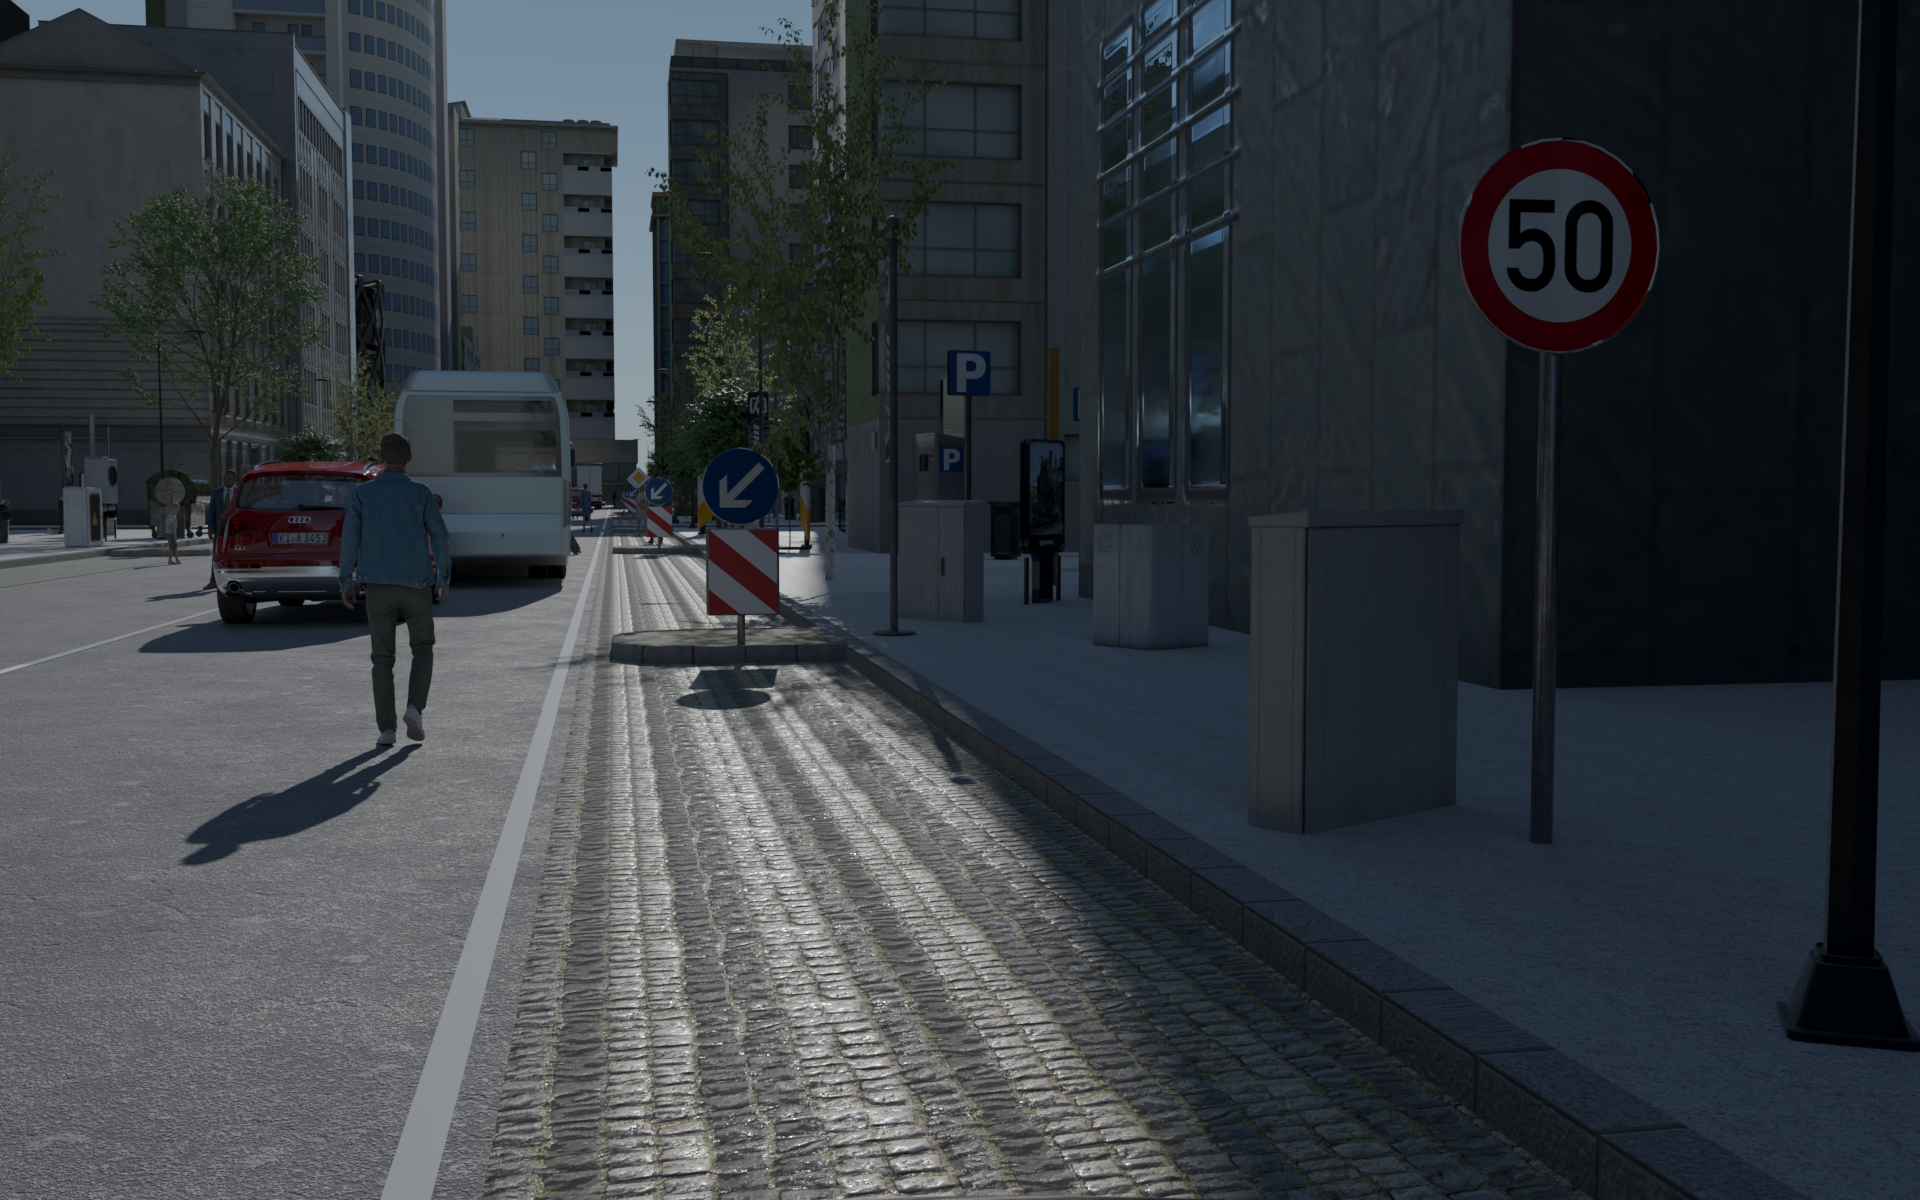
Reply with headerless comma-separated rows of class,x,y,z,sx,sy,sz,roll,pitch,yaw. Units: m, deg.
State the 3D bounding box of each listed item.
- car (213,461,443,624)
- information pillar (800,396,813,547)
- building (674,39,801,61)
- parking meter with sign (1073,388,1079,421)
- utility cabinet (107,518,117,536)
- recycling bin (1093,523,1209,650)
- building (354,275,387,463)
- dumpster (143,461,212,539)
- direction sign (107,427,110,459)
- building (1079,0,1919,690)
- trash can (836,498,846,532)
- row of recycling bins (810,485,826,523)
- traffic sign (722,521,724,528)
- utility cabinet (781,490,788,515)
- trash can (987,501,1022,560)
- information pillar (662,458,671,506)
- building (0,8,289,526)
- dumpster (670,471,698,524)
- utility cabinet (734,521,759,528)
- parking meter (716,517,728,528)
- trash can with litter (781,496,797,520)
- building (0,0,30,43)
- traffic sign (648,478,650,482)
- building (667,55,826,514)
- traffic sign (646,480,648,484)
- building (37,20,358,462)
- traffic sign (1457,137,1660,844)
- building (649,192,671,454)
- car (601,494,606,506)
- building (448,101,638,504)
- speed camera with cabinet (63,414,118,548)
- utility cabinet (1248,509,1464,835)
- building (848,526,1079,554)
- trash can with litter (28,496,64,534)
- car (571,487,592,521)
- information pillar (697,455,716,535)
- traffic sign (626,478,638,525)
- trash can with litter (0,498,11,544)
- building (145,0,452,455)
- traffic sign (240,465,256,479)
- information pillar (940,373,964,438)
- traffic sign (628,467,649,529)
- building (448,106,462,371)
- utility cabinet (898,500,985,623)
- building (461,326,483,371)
car,-7.469,-0.744,20.833,2.281,1.827,5.304,-1,4,-11
information pillar,-3.738,-3.087,41.822,0.183,3.616,0.504,-2,4,-26
building,-19.328,-29.189,160.827,14.154,41.232,14.086,-1,4,-11
parking meter with sign,2.471,-2.011,29.138,0.543,3.016,1.738,2,4,25
utility cabinet,-26.164,-2.670,52.327,1.173,1.500,0.318,-1,4,-19
recycling bin,1.616,-0.128,14.653,0.722,1.027,0.722,-3,4,-38
building,-47.722,-15.245,116.700,16.820,18.784,16.811,-1,4,-11
dumpster,-22.919,-2.949,50.709,1.502,2.255,1.985,-1,4,-11
direction sign,-28.886,-4.087,58.818,0.379,3.537,0.876,-2,4,-23
building,15.457,-42.405,5.989,22.319,86.520,31.000,-1,4,-11
trash can,-3.785,-2.857,58.359,0.748,1.137,0.748,0,3,0
row of recycling bins,-6.752,-4.404,79.117,1.069,1.692,3.534,0,4,2
traffic sign,-7.360,-3.278,53.705,0.768,2.556,0.104,0,4,-3
utility cabinet,-10.597,-5.913,105.358,0.318,1.500,1.173,0,4,5
trash can,0.898,-1.359,33.868,0.748,1.137,0.748,0,3,0
information pillar,-16.511,-6.489,97.448,0.504,3.616,0.183,1,4,10
building,-37.435,-14.078,79.327,9.793,20.994,18.267,-1,4,-11
dumpster,-11.764,-4.393,74.317,1.502,2.255,1.985,-1,4,-11
utility cabinet,-6.746,-2.810,54.626,0.318,1.500,1.173,-3,4,-36
parking meter,-7.769,-2.938,56.446,0.372,1.533,0.369,0,3,0
trash can with litter,-8.450,-4.554,85.848,0.624,1.170,1.055,1,4,9
building,-49.527,-14.891,73.153,15.834,23.373,12.332,-1,4,-11
traffic sign,-22.269,-7.681,125.689,0.768,2.556,0.104,0,4,-2
building,-12.938,-21.250,119.146,14.160,30.474,14.107,-1,4,-11
traffic sign,-24.424,-8.368,136.927,0.768,2.556,0.104,0,4,-7
building,-41.892,-17.110,97.763,12.078,24.808,19.932,-1,4,-11
traffic sign,2.142,-0.379,6.303,0.768,2.556,0.104,0,4,-8
building,-30.511,-36.060,244.209,28.867,44.769,22.147,-1,4,-11
car,-43.089,-12.024,205.259,2.281,1.827,5.304,-1,4,-10
building,-59.329,-39.923,241.975,27.495,52.752,28.713,-1,4,-11
speed camera with cabinet,-21.303,-2.943,42.449,0.660,3.252,2.038,0,4,-6
utility cabinet,1.582,0.260,6.914,1.020,1.237,0.306,-3,5,-41
building,3.815,-22.045,44.029,14.154,41.232,14.086,-1,4,-11
trash can with litter,-28.758,-2.723,55.576,1.678,1.210,2.233,-3,5,-44
car,-20.959,-5.172,93.232,2.281,1.827,5.304,-1,4,-13
information pillar,-8.095,-3.889,54.947,0.504,3.616,0.183,-1,4,-18
traffic sign,-13.499,-4.194,72.215,0.795,2.450,0.064,-1,4,-11
trash can with litter,-24.944,-2.026,44.509,1.055,1.170,0.624,1,4,20
building,-57.425,-37.399,153.468,21.231,58.520,28.212,-1,4,-11
traffic sign,-25.259,-3.639,61.628,0.606,2.300,0.079,-1,4,-11
information pillar,-0.124,-2.341,29.632,0.504,3.616,0.183,-3,5,-41
traffic sign,-11.933,-3.715,64.385,0.795,2.450,0.064,-1,4,-11
building,-58.513,-30.116,175.998,14.154,41.232,14.086,-1,4,-11
utility cabinet,-0.204,-0.398,17.670,0.306,1.237,1.020,-3,5,-42
building,-70.405,-21.583,197.926,28.899,21.520,27.650,-1,4,-11
